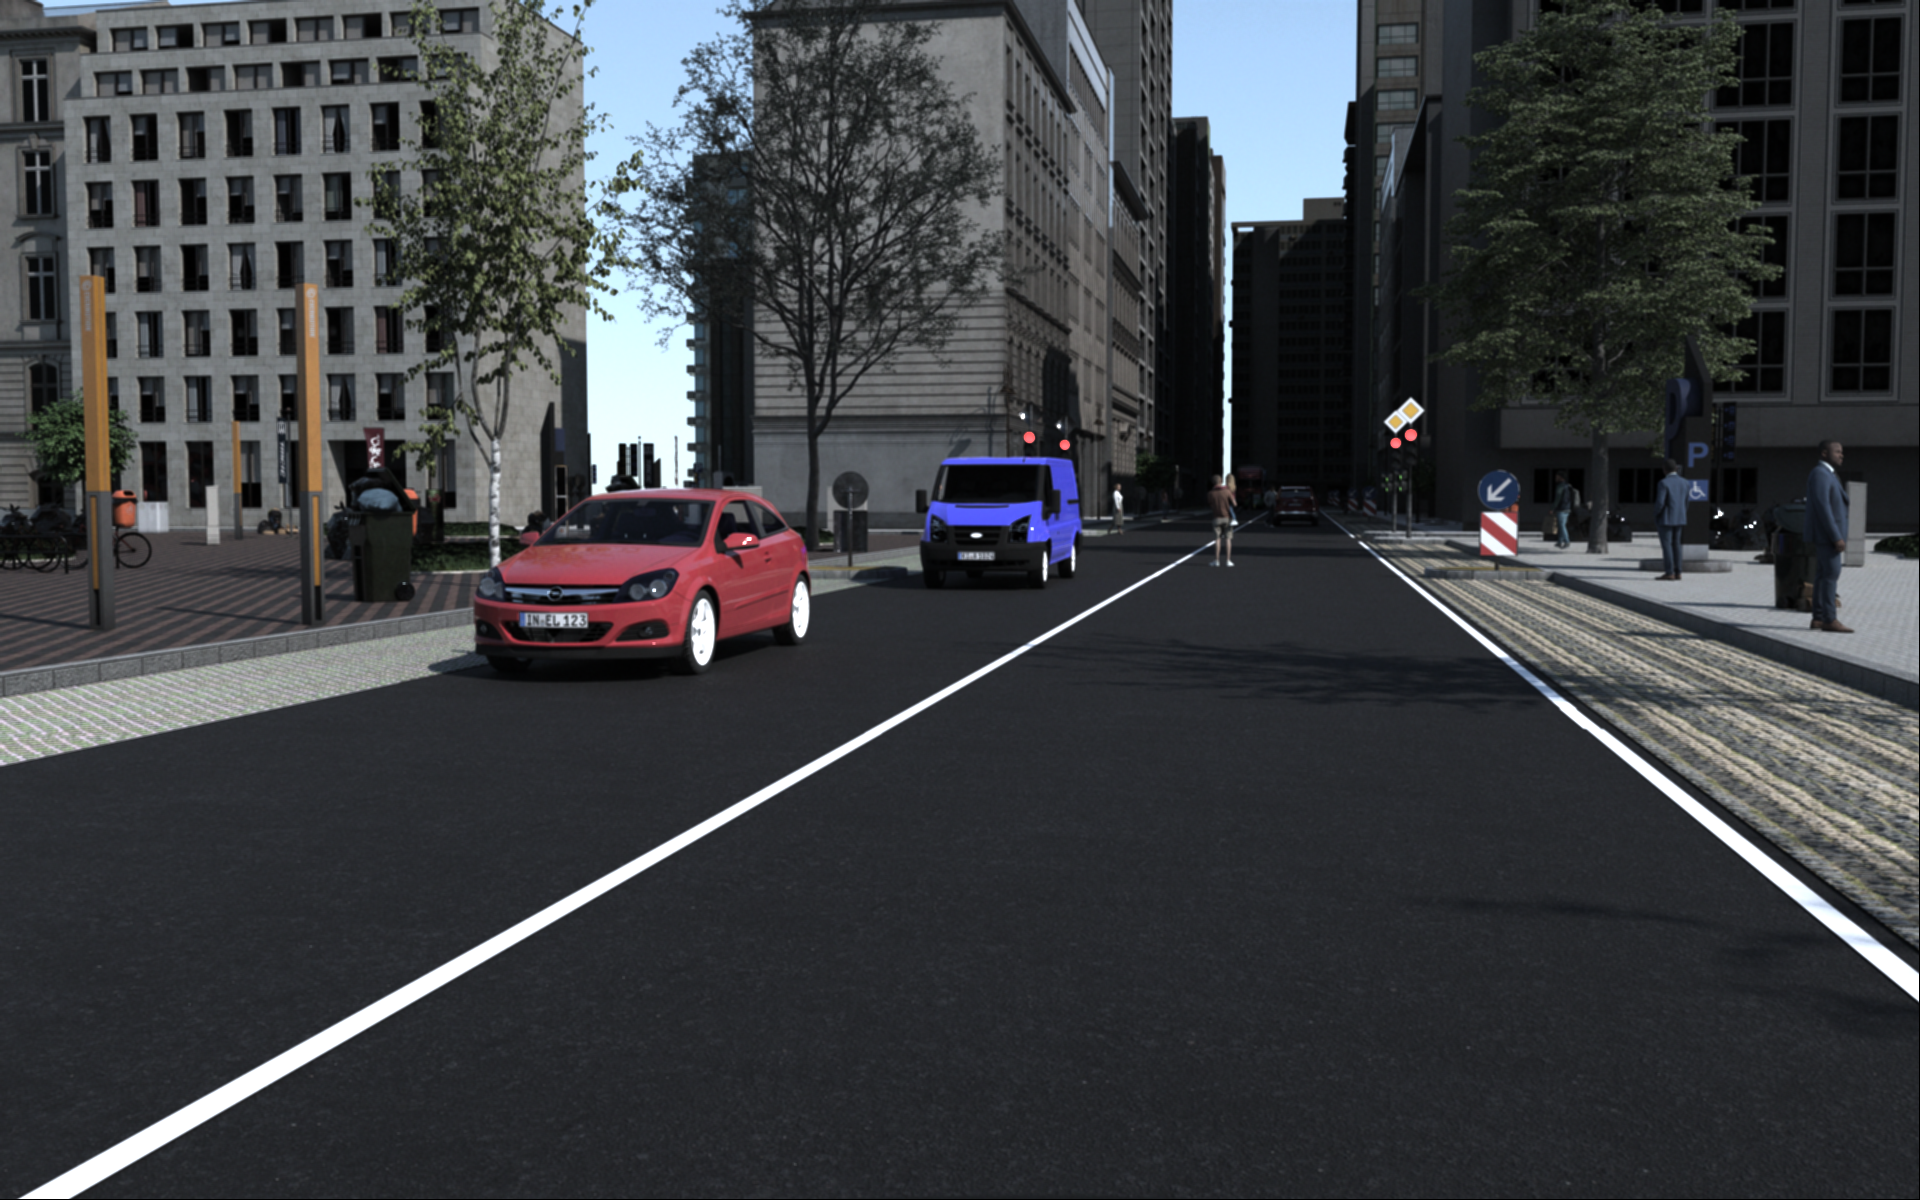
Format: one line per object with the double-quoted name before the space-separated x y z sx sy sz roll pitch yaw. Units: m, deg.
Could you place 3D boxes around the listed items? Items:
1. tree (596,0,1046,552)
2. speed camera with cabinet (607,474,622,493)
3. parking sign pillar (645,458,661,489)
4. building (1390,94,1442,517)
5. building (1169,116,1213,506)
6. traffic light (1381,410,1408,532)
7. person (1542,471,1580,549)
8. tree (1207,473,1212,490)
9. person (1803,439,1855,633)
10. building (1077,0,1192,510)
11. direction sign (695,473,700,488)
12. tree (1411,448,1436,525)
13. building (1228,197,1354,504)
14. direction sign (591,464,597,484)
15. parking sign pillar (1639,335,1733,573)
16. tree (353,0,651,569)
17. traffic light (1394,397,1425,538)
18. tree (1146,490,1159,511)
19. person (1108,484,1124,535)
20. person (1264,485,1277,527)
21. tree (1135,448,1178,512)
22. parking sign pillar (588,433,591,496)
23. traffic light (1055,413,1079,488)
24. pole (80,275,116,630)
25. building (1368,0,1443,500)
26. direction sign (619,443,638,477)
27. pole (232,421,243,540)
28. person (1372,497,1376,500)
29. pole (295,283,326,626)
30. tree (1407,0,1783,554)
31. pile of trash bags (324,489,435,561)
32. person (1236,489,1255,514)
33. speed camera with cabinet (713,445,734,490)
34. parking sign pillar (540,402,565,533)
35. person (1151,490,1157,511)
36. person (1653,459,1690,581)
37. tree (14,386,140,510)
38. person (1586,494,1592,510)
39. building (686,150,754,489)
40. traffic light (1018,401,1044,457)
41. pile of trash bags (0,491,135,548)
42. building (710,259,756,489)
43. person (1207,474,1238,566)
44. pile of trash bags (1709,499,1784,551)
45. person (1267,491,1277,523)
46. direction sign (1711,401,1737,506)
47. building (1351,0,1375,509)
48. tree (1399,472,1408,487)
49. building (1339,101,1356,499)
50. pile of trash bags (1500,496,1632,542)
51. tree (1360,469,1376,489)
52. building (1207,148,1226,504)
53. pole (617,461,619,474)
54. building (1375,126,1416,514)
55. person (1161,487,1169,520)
"tree" -3.167 -7.827 38.343 12.009 13.543 11.850 0 3 0
"speed camera with cabinet" -16.381 -5.387 82.416 0.660 3.252 2.038 -1 4 -18
"parking sign pillar" -22.832 -8.579 128.746 1.447 3.967 1.447 2 4 34
"building" 31.772 -16.880 95.060 14.314 24.678 30.058 1 4 11
"building" 18.913 -30.580 183.581 14.154 41.232 14.086 1 4 11
"traffic light" 14.549 -4.226 58.020 0.839 4.253 0.868 1 4 11
"person" 13.967 -2.096 40.295 0.794 1.824 0.713 -2 4 -25
"tree" 26.525 -12.811 193.175 4.285 4.588 4.351 0 3 0
"person" 8.173 -0.618 16.322 0.419 1.800 0.721 1 4 19
"building" 11.966 -44.534 166.380 20.563 71.187 20.611 1 4 11
"direction sign" -20.585 -8.786 135.652 0.379 3.537 0.876 1 4 17
"tree" 19.878 -4.751 72.283 1.663 3.219 1.824 0 3 0
"building" 47.998 -32.907 229.903 23.993 40.220 32.217 1 4 11
"direction sign" -28.232 -8.596 132.549 0.876 3.537 0.379 1 4 8
"parking sign pillar" 12.106 -2.466 28.799 1.447 3.967 1.447 1 4 9
"tree" -6.411 -4.499 23.915 4.737 8.622 4.395 0 3 0
"traffic light" 13.012 -3.747 50.184 0.839 4.253 0.868 1 4 11
"tree" 14.903 -8.519 133.886 1.663 3.219 1.824 0 3 0
"person" 5.486 -3.197 60.991 0.641 1.798 0.478 3 4 37
"person" 13.317 -4.052 74.600 0.661 1.843 0.795 -2 4 -35
"tree" 14.624 -8.807 127.704 4.285 4.588 4.351 0 3 0
"parking sign pillar" -16.813 -5.338 75.742 1.447 3.967 1.447 -1 4 -18
"traffic light" 3.691 -4.355 60.126 0.839 4.253 0.868 1 4 11
"pole" -8.116 -1.373 16.294 0.158 3.312 0.155 0 3 0
"building" 40.683 -27.987 141.186 14.154 41.232 14.086 1 4 11
"direction sign" -14.834 -5.230 77.513 0.876 3.537 0.379 -2 4 -33
"pole" -20.211 -3.339 48.439 0.158 3.312 0.155 0 3 0
"person" 32.551 -7.943 135.909 1.348 1.824 0.705 1 4 10
"pole" -6.343 -1.410 16.903 0.158 3.312 0.155 0 3 0
"tree" 13.650 -7.295 37.406 7.486 12.596 7.792 0 3 0
"pile of trash bags" -11.187 -1.470 33.782 1.912 1.369 3.447 -2 4 -34
"person" 20.347 -6.994 123.075 1.509 1.804 0.699 -1 4 -17
"speed camera with cabinet" -9.974 -4.600 69.547 0.660 3.252 2.038 3 4 37
"parking sign pillar" -12.106 -3.852 51.453 1.447 3.967 1.447 -2 4 -26
"person" 14.915 -7.687 132.154 0.534 1.772 0.576 -1 4 -23
"person" 10.587 -1.195 25.762 0.721 1.800 0.419 -2 4 -30
"tree" -26.771 -4.216 52.650 4.285 4.588 4.351 0 3 0
"person" 18.059 -2.393 49.443 0.475 1.303 0.640 0 4 2
"building" -21.304 -37.887 239.057 30.456 49.044 23.786 1 4 11
"traffic light" 2.153 -3.876 52.290 0.839 4.253 0.868 1 4 11
"pile of trash bags" -21.046 -1.926 41.244 1.912 1.369 3.447 1 4 21
"building" -21.813 -26.955 212.409 14.107 30.474 14.160 1 4 11
"person" 5.282 -1.598 34.605 0.580 1.828 0.573 -2 4 -28
"pile of trash bags" 17.967 -1.892 40.695 1.912 1.369 3.447 -1 4 -14
"person" 15.565 -4.746 86.194 0.391 1.810 0.635 -1 4 -20
"direction sign" 18.721 -3.105 42.763 0.379 3.537 0.876 -2 4 -33
"building" 47.470 -37.866 161.107 21.231 58.520 28.212 1 4 11
"tree" 21.069 -5.167 79.079 1.663 3.219 1.824 0 3 0
"building" 53.100 -32.711 189.454 22.147 44.769 28.867 1 4 11
"pile of trash bags" 16.333 -2.275 46.945 3.447 1.369 1.912 1 4 10
"tree" 31.863 -8.534 134.132 1.663 3.219 1.824 0 3 0
"building" 26.932 -35.134 224.543 14.200 45.320 14.600 1 4 11
"pole" -21.095 -6.919 106.962 0.158 3.312 0.155 0 3 0
"building" 35.652 -18.495 120.413 12.078 24.808 19.932 1 4 11
"person" 11.376 -5.336 95.759 0.388 1.821 0.555 -3 5 -39
